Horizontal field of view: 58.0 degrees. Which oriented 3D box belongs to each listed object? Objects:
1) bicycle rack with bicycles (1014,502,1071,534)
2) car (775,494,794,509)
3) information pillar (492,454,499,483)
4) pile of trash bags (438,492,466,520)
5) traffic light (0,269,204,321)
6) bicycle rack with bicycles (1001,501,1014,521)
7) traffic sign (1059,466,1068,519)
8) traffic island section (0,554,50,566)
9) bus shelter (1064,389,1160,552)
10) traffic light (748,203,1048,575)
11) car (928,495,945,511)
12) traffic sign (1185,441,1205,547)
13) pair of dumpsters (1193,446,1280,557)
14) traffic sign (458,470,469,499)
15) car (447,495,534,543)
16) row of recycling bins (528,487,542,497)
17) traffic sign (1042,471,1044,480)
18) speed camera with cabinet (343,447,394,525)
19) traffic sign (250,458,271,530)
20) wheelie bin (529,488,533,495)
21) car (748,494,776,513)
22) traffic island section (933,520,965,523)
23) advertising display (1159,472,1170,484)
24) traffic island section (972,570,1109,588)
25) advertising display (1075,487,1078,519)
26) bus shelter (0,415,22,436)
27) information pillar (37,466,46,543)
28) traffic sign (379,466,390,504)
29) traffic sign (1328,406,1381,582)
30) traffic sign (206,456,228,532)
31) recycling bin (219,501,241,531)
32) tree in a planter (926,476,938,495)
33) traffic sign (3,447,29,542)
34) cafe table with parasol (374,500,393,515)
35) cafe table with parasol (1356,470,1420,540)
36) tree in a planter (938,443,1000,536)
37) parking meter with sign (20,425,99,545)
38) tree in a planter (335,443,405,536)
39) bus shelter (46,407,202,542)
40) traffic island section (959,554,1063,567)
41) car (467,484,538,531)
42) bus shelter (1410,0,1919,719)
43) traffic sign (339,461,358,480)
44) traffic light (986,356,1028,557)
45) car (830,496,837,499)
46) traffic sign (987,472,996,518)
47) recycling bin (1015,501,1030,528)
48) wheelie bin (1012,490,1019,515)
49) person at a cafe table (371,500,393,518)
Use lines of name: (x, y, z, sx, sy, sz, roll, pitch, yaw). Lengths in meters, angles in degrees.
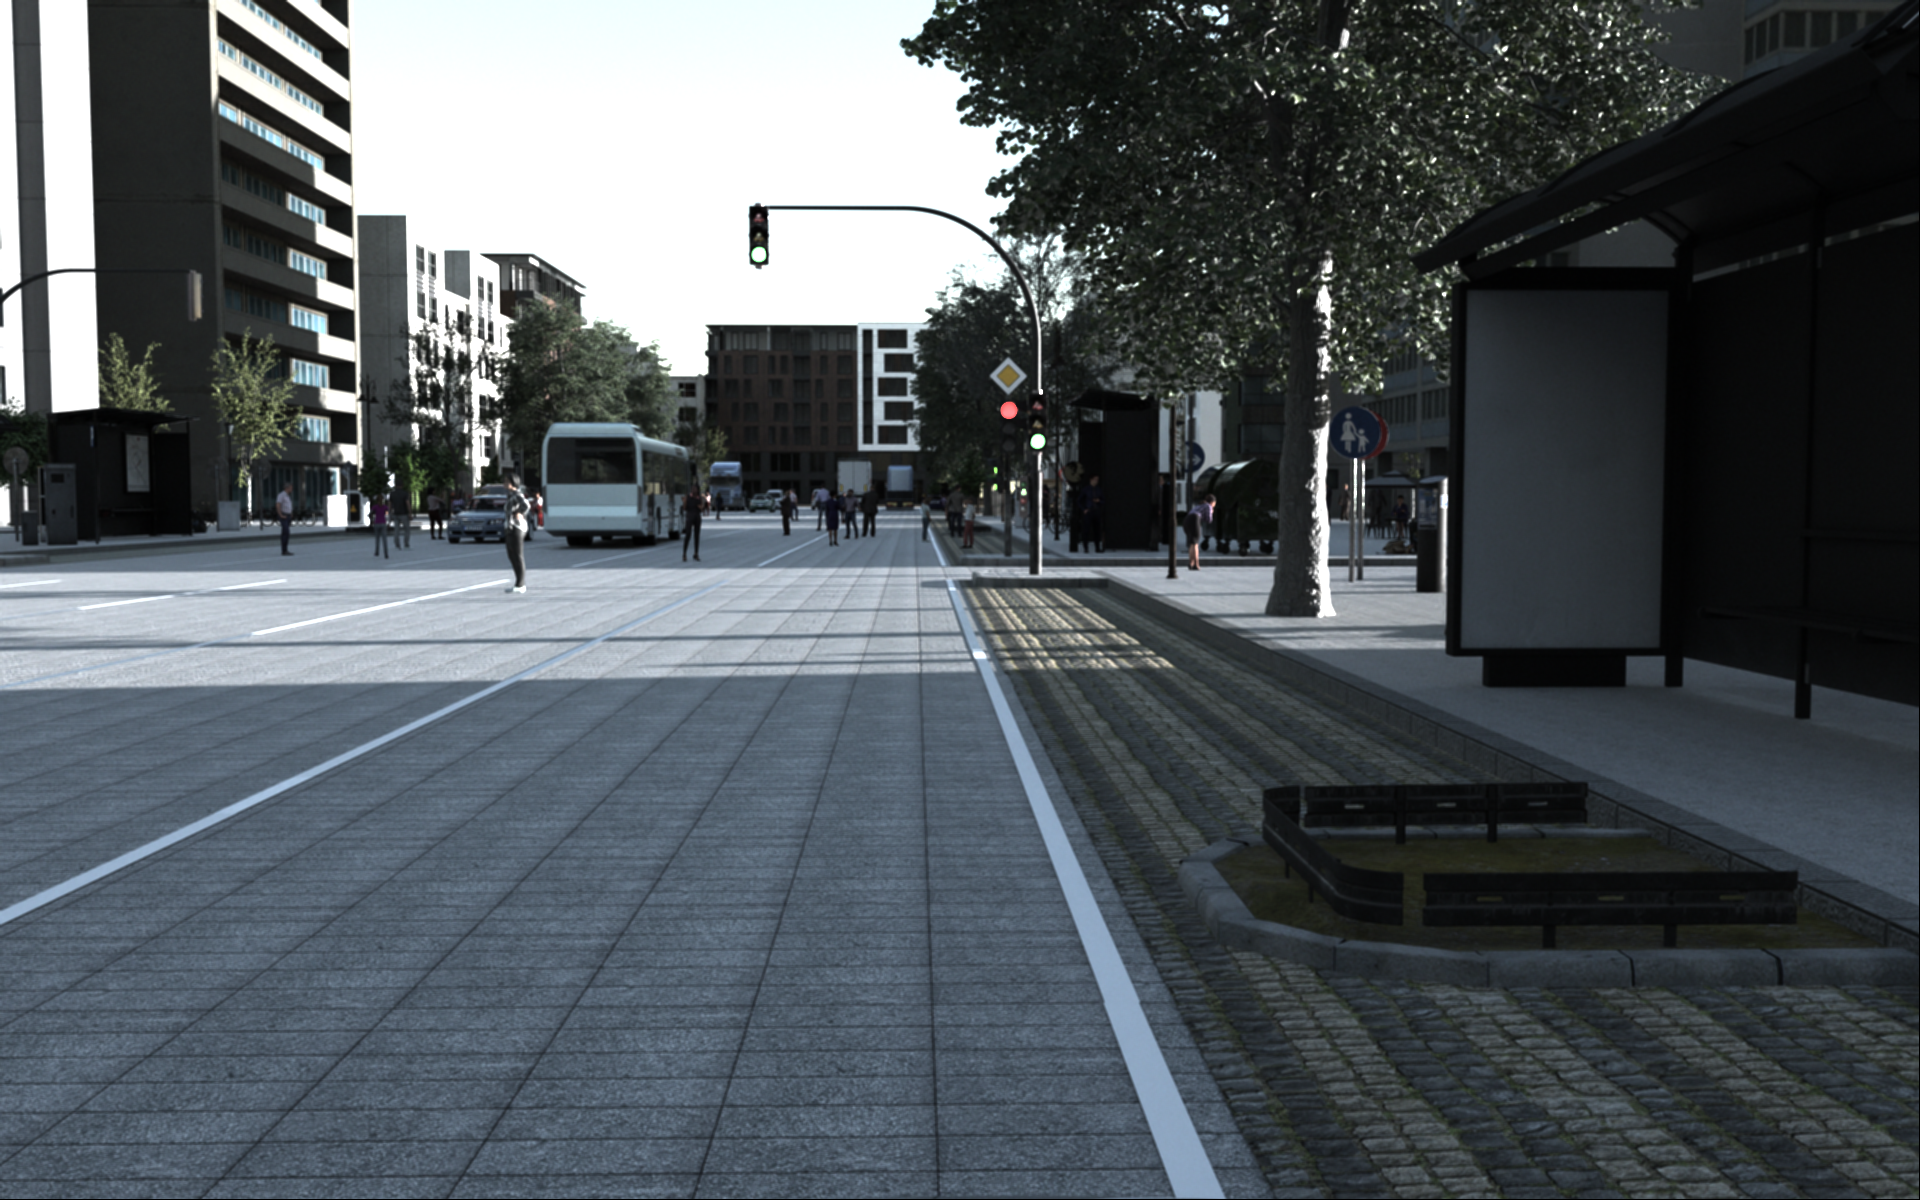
bicycle rack with bicycles: (3.876, -2.627, 56.326, 2.925, 0.926, 2.852, 3, 5, 44)
car: (-16.528, -9.504, 164.193, 1.959, 1.807, 4.718, 0, 4, -1)
information pillar: (-27.096, -6.709, 101.052, 0.504, 3.616, 0.183, 2, 4, 28)
pile of trash bags: (-25.318, -4.684, 86.334, 1.912, 1.369, 3.447, -1, 4, -12)
traffic light: (-17.776, -3.693, 35.047, 4.771, 5.953, 1.251, 0, 4, -2)
bicycle rack with bicycles: (3.452, -3.821, 75.856, 2.925, 0.926, 2.852, -1, 4, -11)
traffic sign: (4.832, -4.787, 78.369, 0.768, 2.556, 0.104, 0, 4, 4)
traffic island section: (-19.905, -0.783, 35.091, 2.009, 0.180, 2.903, 0, 4, -2)
bus shelter: (3.613, -3.084, 41.701, 1.731, 3.624, 6.357, 0, 4, -1)
traffic light: (-0.909, -3.222, 27.343, 4.771, 5.953, 1.251, 0, 4, -2)
car: (-2.058, -7.885, 141.498, 1.945, 1.354, 3.894, 0, 4, -1)
traffic sign: (5.504, -2.546, 41.732, 0.768, 2.556, 0.104, 0, 4, 0)
pair of dumpsters: (6.146, -2.129, 37.302, 1.574, 2.255, 4.437, 0, 4, -1)
traffic sign: (-26.689, -5.675, 92.894, 0.768, 2.556, 0.104, 0, 4, 6)
car: (-14.009, -2.441, 51.906, 2.014, 1.417, 4.499, 0, 4, -1)
row of recycling bins: (-24.101, -5.722, 100.669, 1.069, 1.692, 3.534, 1, 4, 19)
traffic sign: (3.682, -5.142, 84.176, 0.768, 2.556, 0.104, 0, 4, -1)
speed camera with cabinet: (-24.635, -4.758, 72.133, 2.038, 3.252, 0.660, 1, 4, 11)
traffic sign: (-24.751, -3.742, 61.295, 0.768, 2.556, 0.104, 0, 4, 0)
wheelie bin: (-23.433, -5.254, 93.811, 0.980, 1.594, 0.693, -1, 4, -12)
car: (-15.451, -7.565, 135.487, 2.131, 1.459, 4.920, 0, 4, -3)
traffic island section: (-0.371, -3.956, 87.538, 1.991, 0.108, 1.994, 0, 4, -2)
advertising display: (5.770, -2.831, 51.499, 0.974, 1.923, 0.123, 0, 4, -3)
traffic island section: (1.220, -0.329, 27.655, 2.009, 0.180, 2.903, 0, 4, -2)
advertising display: (3.630, -2.572, 47.264, 0.974, 1.923, 0.123, 0, 4, -7)
bus shelter: (-23.390, -2.743, 38.764, 2.014, 3.302, 5.546, 0, 4, -2)
information pillar: (-24.276, -2.537, 45.965, 0.304, 2.012, 0.304, -2, 4, -33)
traffic sign: (-25.751, -4.719, 77.268, 0.768, 2.556, 0.104, 0, 4, 2)
traffic sign: (5.720, -1.535, 25.210, 0.768, 2.556, 0.104, 0, 4, -1)
traffic sign: (-25.086, -3.570, 58.475, 0.768, 2.556, 0.104, 0, 4, 1)
recycling bin: (-25.644, -2.948, 60.752, 0.722, 1.027, 0.722, -1, 4, -20)
tree in a planter: (-2.414, -10.241, 164.656, 1.991, 3.239, 1.994, 0, 4, -2)
traffic sign: (-25.470, -2.851, 46.724, 0.768, 2.556, 0.104, 1, 4, 8)
cafe table with parasol: (-35.164, -6.159, 105.572, 2.610, 1.966, 2.610, -1, 4, -12)
cafe table with parasol: (12.466, -2.736, 49.592, 2.610, 1.966, 2.610, 0, 4, 1)
tree in a planter: (0.350, -3.852, 60.197, 1.991, 3.239, 1.994, 0, 4, -2)
parking meter with sign: (-22.719, -2.900, 43.683, 1.738, 3.016, 0.543, -2, 4, -34)
tree in a planter: (-20.232, -3.818, 59.646, 1.991, 3.239, 1.994, 0, 4, -2)
bus shelter: (-23.897, -3.580, 49.824, 1.731, 3.624, 6.357, 0, 4, -1)
traffic island section: (1.009, -0.817, 35.637, 2.009, 0.180, 2.903, 0, 4, -2)
car: (-17.570, -3.533, 66.435, 2.281, 1.827, 5.304, 0, 4, -3)
bus shelter: (4.104, -0.920, 8.972, 2.014, 3.302, 5.546, 0, 4, -1)
traffic sign: (-23.980, -4.172, 67.946, 0.795, 2.593, 0.064, 0, 4, 6)
traffic light: (0.969, -2.850, 35.522, 0.839, 4.253, 0.868, 0, 4, -2)
car: (-13.925, -10.381, 181.727, 2.014, 1.417, 4.499, 0, 4, -3)
traffic sign: (1.916, -5.749, 93.996, 0.884, 2.594, 0.081, 0, 4, 3)
recycling bin: (2.574, -3.239, 65.504, 0.722, 1.027, 0.722, -3, 5, -42)
wheelie bin: (3.504, -6.152, 108.496, 0.693, 1.594, 0.980, -1, 4, -13)
person at a cafe table: (-28.682, -4.518, 84.731, 1.698, 1.238, 1.726, -3, 5, -41)
